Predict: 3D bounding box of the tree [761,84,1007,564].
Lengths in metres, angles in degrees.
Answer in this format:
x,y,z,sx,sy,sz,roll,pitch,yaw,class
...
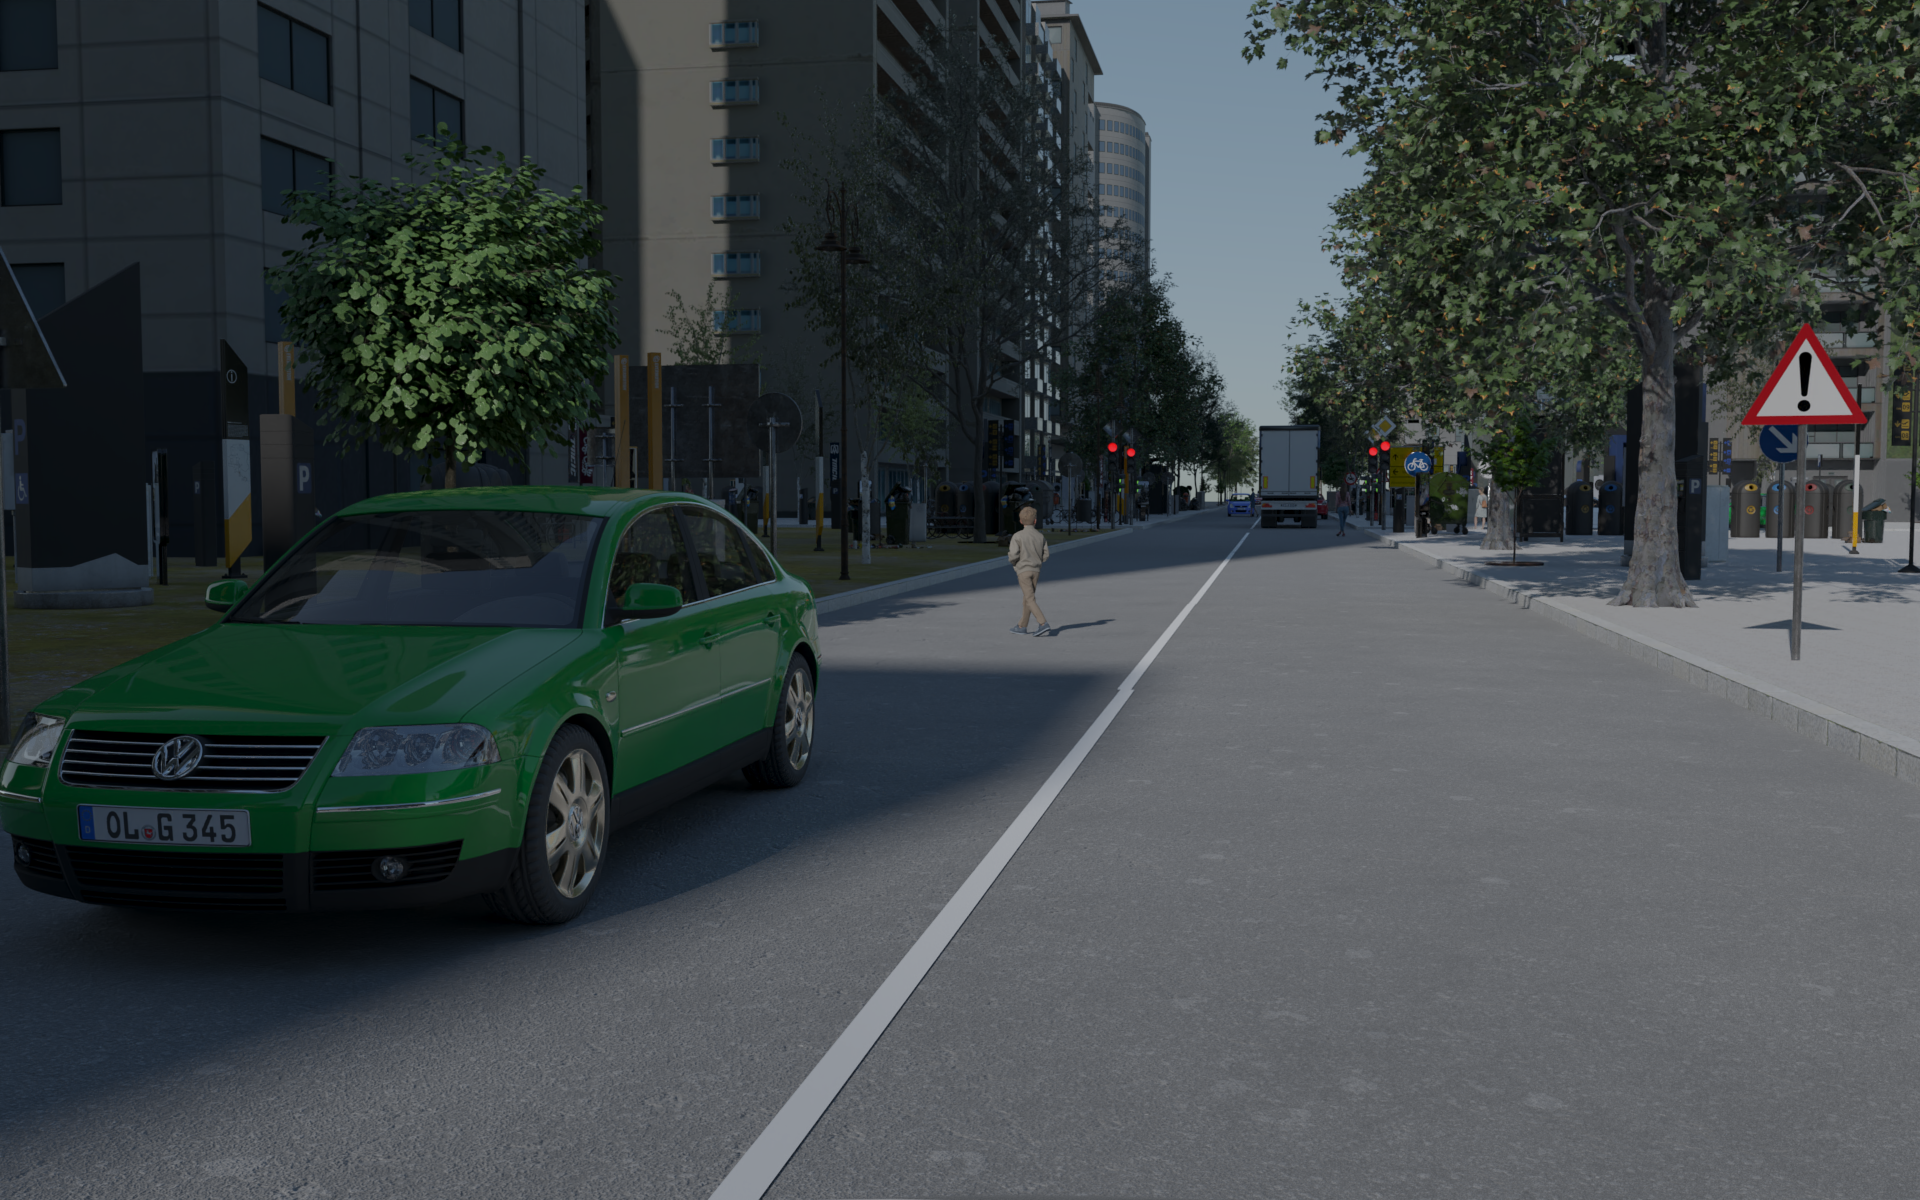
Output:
x,y,z,sx,sy,sz,roll,pitch,yaw,class
-1.584,-4.956,31.396,4.360,8.622,3.978,0,3,0,tree

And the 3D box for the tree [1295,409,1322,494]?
x,y,z,sx,sy,sz,roll,pitch,yaw,class
40.806,-16.537,196.129,9.928,11.665,9.643,0,3,0,tree

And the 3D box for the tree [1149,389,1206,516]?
x,y,z,sx,sy,sz,roll,pitch,yaw,class
12.593,-9.368,103.523,4.360,8.622,3.978,0,3,0,tree

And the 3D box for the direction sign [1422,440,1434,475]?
x,y,z,sx,sy,sz,roll,pitch,yaw,class
19.418,-4.888,71.922,0.379,3.537,0.876,-1,4,-17,direction sign

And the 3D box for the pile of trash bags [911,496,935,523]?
x,y,z,sx,sy,sz,roll,pitch,yaw,class
-1.711,-4.074,76.368,1.912,1.369,3.447,-3,5,-41,pile of trash bags

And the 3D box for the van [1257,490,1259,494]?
x,y,z,sx,sy,sz,roll,pitch,yaw,class
48.458,-16.690,277.270,2.240,2.365,5.245,1,4,10,van

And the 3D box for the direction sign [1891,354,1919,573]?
x,y,z,sx,sy,sz,roll,pitch,yaw,class
15.525,-2.213,28.177,0.876,3.537,0.379,-1,4,-13,direction sign

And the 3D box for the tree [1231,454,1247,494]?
x,y,z,sx,sy,sz,roll,pitch,yaw,class
44.470,-20.247,281.405,4.360,8.622,3.978,0,3,0,tree

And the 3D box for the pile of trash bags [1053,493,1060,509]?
x,y,z,sx,sy,sz,roll,pitch,yaw,class
6.133,-7.754,136.523,3.447,1.369,1.912,0,4,-1,pile of trash bags

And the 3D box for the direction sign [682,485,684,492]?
x,y,z,sx,sy,sz,roll,pitch,yaw,class
-10.311,-4.425,64.350,0.876,3.537,0.379,-2,4,-32,direction sign

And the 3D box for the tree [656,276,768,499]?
x,y,z,sx,sy,sz,roll,pitch,yaw,class
-8.699,-6.685,59.661,4.737,8.622,4.395,0,3,0,tree

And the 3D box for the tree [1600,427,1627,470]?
x,y,z,sx,sy,sz,roll,pitch,yaw,class
28.528,-5.411,72.191,4.285,4.588,4.351,0,3,0,tree

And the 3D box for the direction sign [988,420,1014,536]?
x,y,z,sx,sy,sz,roll,pitch,yaw,class
1.254,-3.725,52.904,0.876,3.537,0.379,2,4,27,direction sign

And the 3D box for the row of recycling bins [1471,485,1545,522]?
x,y,z,sx,sy,sz,roll,pitch,yaw,class
24.988,-4.467,80.147,3.534,1.692,1.069,0,4,0,row of recycling bins

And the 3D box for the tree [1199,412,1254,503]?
x,y,z,sx,sy,sz,roll,pitch,yaw,class
36.885,-19.743,240.931,7.486,12.596,7.792,0,3,0,tree

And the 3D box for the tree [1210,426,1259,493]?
x,y,z,sx,sy,sz,roll,pitch,yaw,class
46.228,-23.483,290.593,9.857,13.997,8.962,0,3,0,tree

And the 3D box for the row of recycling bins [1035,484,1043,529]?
x,y,z,sx,sy,sz,roll,pitch,yaw,class
1.275,-3.452,63.549,3.534,1.692,1.069,0,4,-8,row of recycling bins

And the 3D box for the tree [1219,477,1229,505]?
x,y,z,sx,sy,sz,roll,pitch,yaw,class
29.470,-12.331,196.208,1.663,3.219,1.824,0,3,0,tree

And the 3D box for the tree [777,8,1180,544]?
x,y,z,sx,sy,sz,roll,pitch,yaw,class
0.370,-8.222,44.798,12.009,13.543,11.850,0,3,0,tree

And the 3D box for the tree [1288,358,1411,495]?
x,y,z,sx,sy,sz,roll,pitch,yaw,class
25.045,-10.851,111.831,8.767,10.594,7.601,1,4,10,tree

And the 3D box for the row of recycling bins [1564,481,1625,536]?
x,y,z,sx,sy,sz,roll,pitch,yaw,class
20.616,-2.847,53.667,3.534,1.692,1.069,2,4,26,row of recycling bins

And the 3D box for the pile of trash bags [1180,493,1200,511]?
x,y,z,sx,sy,sz,roll,pitch,yaw,class
17.850,-7.742,136.326,1.912,1.369,3.447,0,4,3,pile of trash bags

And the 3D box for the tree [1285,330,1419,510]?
x,y,z,sx,sy,sz,roll,pitch,yaw,class
28.883,-13.503,127.435,9.857,13.997,8.962,0,3,0,tree

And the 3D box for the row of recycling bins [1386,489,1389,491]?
x,y,z,sx,sy,sz,roll,pitch,yaw,class
29.196,-6.886,119.694,1.069,1.692,3.534,1,4,15,row of recycling bins

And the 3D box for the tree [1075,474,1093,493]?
x,y,z,sx,sy,sz,roll,pitch,yaw,class
9.729,-8.654,136.102,1.663,3.219,1.824,0,3,0,tree

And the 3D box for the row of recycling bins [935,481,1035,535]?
x,y,z,sx,sy,sz,roll,pitch,yaw,class
0.619,-2.960,55.501,3.534,1.692,1.069,3,5,41,row of recycling bins

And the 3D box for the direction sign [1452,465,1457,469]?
x,y,z,sx,sy,sz,roll,pitch,yaw,class
38.028,-8.640,133.268,0.876,3.537,0.379,1,4,12,direction sign

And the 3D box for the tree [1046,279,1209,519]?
x,y,z,sx,sy,sz,roll,pitch,yaw,class
9.270,-10.649,91.116,9.611,12.733,9.660,0,3,0,tree

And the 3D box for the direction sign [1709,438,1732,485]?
x,y,z,sx,sy,sz,roll,pitch,yaw,class
30.613,-4.758,69.794,0.876,3.537,0.379,0,4,3,direction sign

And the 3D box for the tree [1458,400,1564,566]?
x,y,z,sx,sy,sz,roll,pitch,yaw,class
10.046,-2.230,31.054,1.663,3.219,1.824,0,3,0,tree

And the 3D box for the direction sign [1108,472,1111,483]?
x,y,z,sx,sy,sz,roll,pitch,yaw,class
10.784,-7.996,122.729,0.379,3.537,0.876,-2,4,-34,direction sign

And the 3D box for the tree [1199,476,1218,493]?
x,y,z,sx,sy,sz,roll,pitch,yaw,class
23.759,-10.680,169.219,1.663,3.219,1.824,0,3,0,tree

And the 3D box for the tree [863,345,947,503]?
x,y,z,sx,sy,sz,roll,pitch,yaw,class
-2.502,-8.230,84.924,4.737,8.622,4.395,0,3,0,tree

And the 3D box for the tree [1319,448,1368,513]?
x,y,z,sx,sy,sz,roll,pitch,yaw,class
26.261,-8.274,118.998,4.285,4.588,4.351,0,3,0,tree

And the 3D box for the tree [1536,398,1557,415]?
x,y,z,sx,sy,sz,roll,pitch,yaw,class
23.176,-7.391,71.205,4.360,8.622,3.978,0,3,0,tree

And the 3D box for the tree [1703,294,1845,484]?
x,y,z,sx,sy,sz,roll,pitch,yaw,class
25.481,-6.381,54.698,4.360,8.622,3.978,0,3,0,tree

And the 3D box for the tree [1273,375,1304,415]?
x,y,z,sx,sy,sz,roll,pitch,yaw,class
51.952,-24.161,250.918,12.611,20.169,13.585,0,3,0,tree

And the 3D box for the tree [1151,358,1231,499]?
x,y,z,sx,sy,sz,roll,pitch,yaw,class
14.679,-11.259,118.501,7.601,10.594,8.767,1,4,17,tree

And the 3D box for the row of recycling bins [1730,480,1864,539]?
x,y,z,sx,sy,sz,roll,pitch,yaw,class
24.288,-2.643,50.333,3.534,1.692,1.069,2,4,34,row of recycling bins

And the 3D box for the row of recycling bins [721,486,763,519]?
x,y,z,sx,sy,sz,roll,pitch,yaw,class
-10.948,-4.902,87.257,1.069,1.692,3.534,2,4,25,row of recycling bins

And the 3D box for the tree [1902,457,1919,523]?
x,y,z,sx,sy,sz,roll,pitch,yaw,class
42.662,-4.987,76.135,1.663,3.219,1.824,0,3,0,tree

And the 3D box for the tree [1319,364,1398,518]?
x,y,z,sx,sy,sz,roll,pitch,yaw,class
21.244,-8.680,92.286,4.360,8.622,3.978,0,3,0,tree

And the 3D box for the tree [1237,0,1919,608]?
x,y,z,sx,sy,sz,roll,pitch,yaw,class
8.027,-6.282,19.724,9.611,12.733,9.660,0,3,0,tree

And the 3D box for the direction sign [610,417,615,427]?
x,y,z,sx,sy,sz,roll,pitch,yaw,class
-9.803,-3.601,50.872,0.876,3.537,0.379,-1,4,-21,direction sign

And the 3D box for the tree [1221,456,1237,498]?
x,y,z,sx,sy,sz,roll,pitch,yaw,class
42.550,-19.755,273.352,4.737,8.622,4.395,0,3,0,tree

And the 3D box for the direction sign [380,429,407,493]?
x,y,z,sx,sy,sz,roll,pitch,yaw,class
-9.884,-2.343,30.297,0.379,3.537,0.876,1,4,13,direction sign

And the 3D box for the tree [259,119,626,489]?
x,y,z,sx,sy,sz,roll,pitch,yaw,class
-4.477,-1.939,15.413,4.285,4.588,4.351,0,3,0,tree

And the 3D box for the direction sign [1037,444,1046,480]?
x,y,z,sx,sy,sz,roll,pitch,yaw,class
3.714,-5.320,78.981,0.379,3.537,0.876,2,4,26,direction sign

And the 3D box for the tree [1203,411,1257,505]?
x,y,z,sx,sy,sz,roll,pitch,yaw,class
31.675,-17.320,208.942,9.928,11.665,9.643,0,3,0,tree

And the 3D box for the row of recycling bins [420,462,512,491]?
x,y,z,sx,sy,sz,roll,pitch,yaw,class
-6.496,-0.976,23.068,1.069,1.692,3.534,-1,4,-9,row of recycling bins
